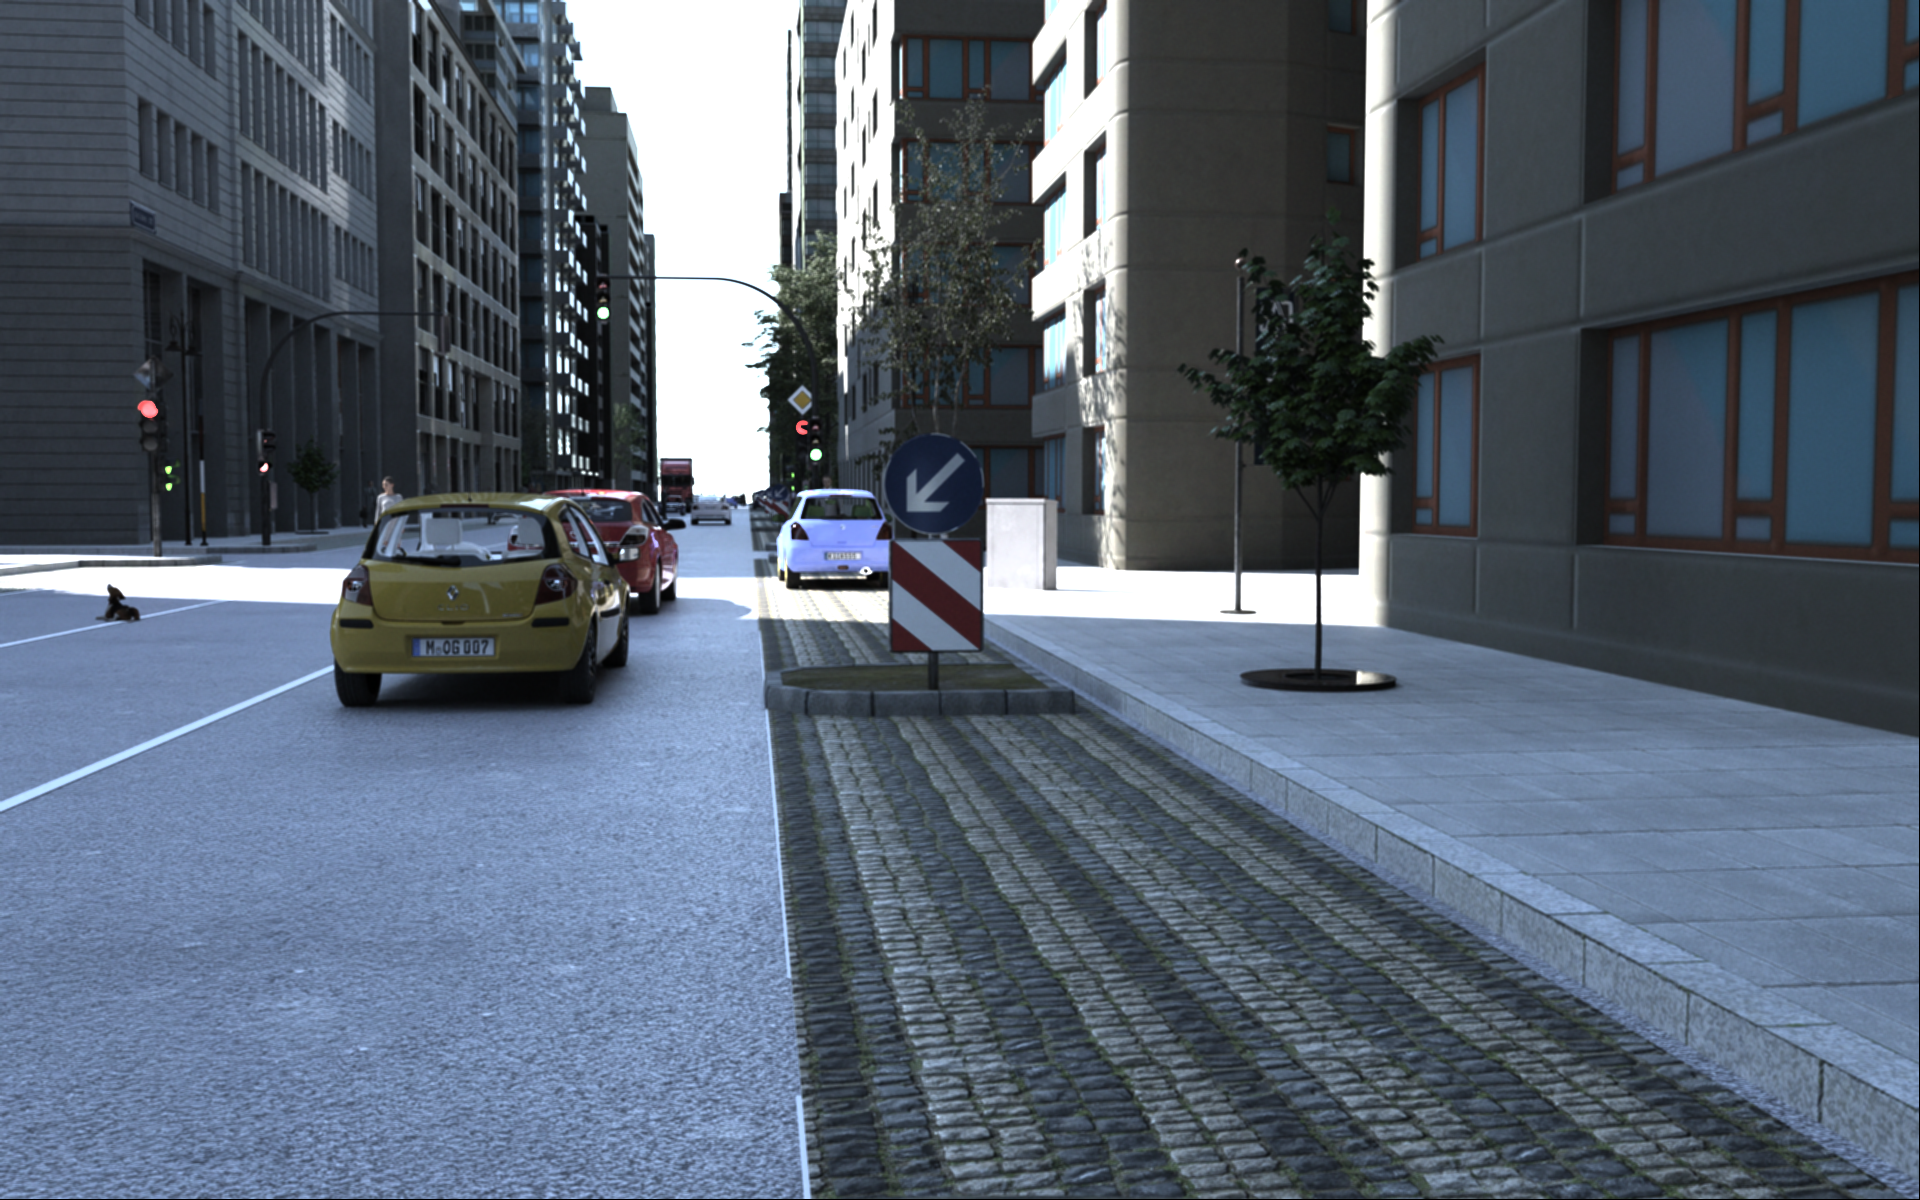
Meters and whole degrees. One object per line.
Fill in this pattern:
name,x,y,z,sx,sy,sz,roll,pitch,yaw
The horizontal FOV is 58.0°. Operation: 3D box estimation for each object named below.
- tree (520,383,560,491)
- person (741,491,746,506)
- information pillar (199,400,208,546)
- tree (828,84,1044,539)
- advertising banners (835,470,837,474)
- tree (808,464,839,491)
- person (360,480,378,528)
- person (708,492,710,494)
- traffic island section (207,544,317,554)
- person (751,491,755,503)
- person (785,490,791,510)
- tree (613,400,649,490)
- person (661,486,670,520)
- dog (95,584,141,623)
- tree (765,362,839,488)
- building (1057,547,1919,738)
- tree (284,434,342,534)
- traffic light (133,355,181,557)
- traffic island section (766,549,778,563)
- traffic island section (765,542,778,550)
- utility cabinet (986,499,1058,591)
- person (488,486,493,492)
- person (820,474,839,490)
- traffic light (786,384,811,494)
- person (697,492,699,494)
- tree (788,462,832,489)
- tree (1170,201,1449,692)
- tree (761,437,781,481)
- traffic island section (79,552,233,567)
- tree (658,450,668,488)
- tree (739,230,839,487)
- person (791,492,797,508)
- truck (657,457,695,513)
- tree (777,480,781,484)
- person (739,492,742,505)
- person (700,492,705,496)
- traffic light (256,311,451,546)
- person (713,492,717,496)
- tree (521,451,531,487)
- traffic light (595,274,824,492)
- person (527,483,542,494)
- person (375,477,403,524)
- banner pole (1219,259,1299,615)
tree,-28.308,-10.043,114.559,4.360,8.622,3.978,0,3,0
person,-25.083,-11.699,200.328,0.434,1.755,0.990,2,4,32
information pillar,-18.757,-3.151,42.877,0.183,3.616,0.504,-1,4,-22
tree,-0.339,-4.976,31.724,4.360,8.622,3.978,0,3,0
advertising banners,-8.720,-7.221,114.250,2.074,3.025,0.090,-2,4,-29
tree,-8.660,-6.909,107.558,1.663,3.219,1.824,0,3,0
person,-22.452,-3.658,65.953,0.767,1.812,0.694,3,5,42
person,-37.518,-15.318,258.964,0.705,1.821,1.348,-1,4,-10
traffic island section,-17.264,-1.272,43.071,2.009,0.180,2.903,0,4,-7
person,-25.862,-12.705,216.221,0.705,1.824,1.348,1,4,22
person,-13.897,-8.129,139.625,0.551,1.740,0.621,-1,4,-15
tree,-38.123,-16.262,191.641,9.928,11.665,9.643,0,3,0
person,-16.273,-5.376,95.754,0.474,1.900,0.648,0,4,-7
dog,-9.561,0.037,19.587,0.550,0.427,0.748,-1,4,-13
tree,-7.484,-8.462,88.719,4.737,8.622,4.395,0,3,0
building,17.033,-10.965,24.322,27.650,21.520,28.899,0,4,-7
tree,-20.793,-3.748,55.882,1.663,3.219,1.824,0,3,0
traffic light,-16.252,-2.819,35.016,0.839,4.253,0.868,0,4,-7
traffic island section,-3.050,-0.885,36.757,2.009,0.180,2.903,0,4,-7
traffic island section,-4.021,-1.370,44.683,2.009,0.180,2.903,0,4,-7
utility cabinet,0.834,-0.745,23.336,1.020,1.237,0.306,3,5,41
person,-21.913,-4.398,80.587,0.590,1.801,0.661,-1,4,-14
person,-2.530,-1.532,33.668,0.709,1.813,0.853,1,4,9
traffic light,-4.062,-3.403,44.564,0.839,4.253,0.868,0,4,-7
person,-33.009,-12.719,217.255,0.742,1.727,0.445,3,5,41
tree,-10.655,-8.545,123.422,4.285,4.588,4.351,0,3,0
tree,2.474,-1.033,11.499,1.663,3.219,1.824,0,3,0
tree,-21.917,-15.941,210.994,4.360,8.622,3.978,0,3,0
traffic island section,-16.293,-0.787,35.145,2.009,0.180,2.903,0,4,-7
tree,-48.216,-19.937,276.329,4.360,8.622,3.978,0,3,0
tree,-5.574,-9.560,74.426,7.486,12.596,7.792,0,3,0
person,-12.310,-7.410,128.135,0.436,1.711,0.756,-3,4,-36
truck,-22.043,-8.928,134.884,2.839,4.237,11.283,-1,4,-8
tree,-21.405,-12.926,205.945,1.663,3.219,1.824,0,3,0
person,-29.869,-13.854,235.728,1.217,1.736,0.721,3,5,41
person,-25.690,-9.957,172.771,0.593,1.643,0.415,-3,5,-44
traffic light,-15.158,-4.193,43.230,4.771,5.953,1.251,0,4,-7
person,-30.324,-12.535,214.167,1.217,1.735,0.721,1,4,9
tree,-28.662,-7.696,109.537,4.285,4.588,4.351,0,3,0
traffic light,-5.157,-3.766,36.244,4.771,5.953,1.251,0,4,-7
person,-15.352,-3.312,62.633,0.580,1.828,0.573,-2,4,-29
person,-10.003,-1.287,30.285,0.760,1.731,0.466,3,4,39
banner pole,3.216,-1.743,18.518,0.863,3.779,0.401,0,4,-5
